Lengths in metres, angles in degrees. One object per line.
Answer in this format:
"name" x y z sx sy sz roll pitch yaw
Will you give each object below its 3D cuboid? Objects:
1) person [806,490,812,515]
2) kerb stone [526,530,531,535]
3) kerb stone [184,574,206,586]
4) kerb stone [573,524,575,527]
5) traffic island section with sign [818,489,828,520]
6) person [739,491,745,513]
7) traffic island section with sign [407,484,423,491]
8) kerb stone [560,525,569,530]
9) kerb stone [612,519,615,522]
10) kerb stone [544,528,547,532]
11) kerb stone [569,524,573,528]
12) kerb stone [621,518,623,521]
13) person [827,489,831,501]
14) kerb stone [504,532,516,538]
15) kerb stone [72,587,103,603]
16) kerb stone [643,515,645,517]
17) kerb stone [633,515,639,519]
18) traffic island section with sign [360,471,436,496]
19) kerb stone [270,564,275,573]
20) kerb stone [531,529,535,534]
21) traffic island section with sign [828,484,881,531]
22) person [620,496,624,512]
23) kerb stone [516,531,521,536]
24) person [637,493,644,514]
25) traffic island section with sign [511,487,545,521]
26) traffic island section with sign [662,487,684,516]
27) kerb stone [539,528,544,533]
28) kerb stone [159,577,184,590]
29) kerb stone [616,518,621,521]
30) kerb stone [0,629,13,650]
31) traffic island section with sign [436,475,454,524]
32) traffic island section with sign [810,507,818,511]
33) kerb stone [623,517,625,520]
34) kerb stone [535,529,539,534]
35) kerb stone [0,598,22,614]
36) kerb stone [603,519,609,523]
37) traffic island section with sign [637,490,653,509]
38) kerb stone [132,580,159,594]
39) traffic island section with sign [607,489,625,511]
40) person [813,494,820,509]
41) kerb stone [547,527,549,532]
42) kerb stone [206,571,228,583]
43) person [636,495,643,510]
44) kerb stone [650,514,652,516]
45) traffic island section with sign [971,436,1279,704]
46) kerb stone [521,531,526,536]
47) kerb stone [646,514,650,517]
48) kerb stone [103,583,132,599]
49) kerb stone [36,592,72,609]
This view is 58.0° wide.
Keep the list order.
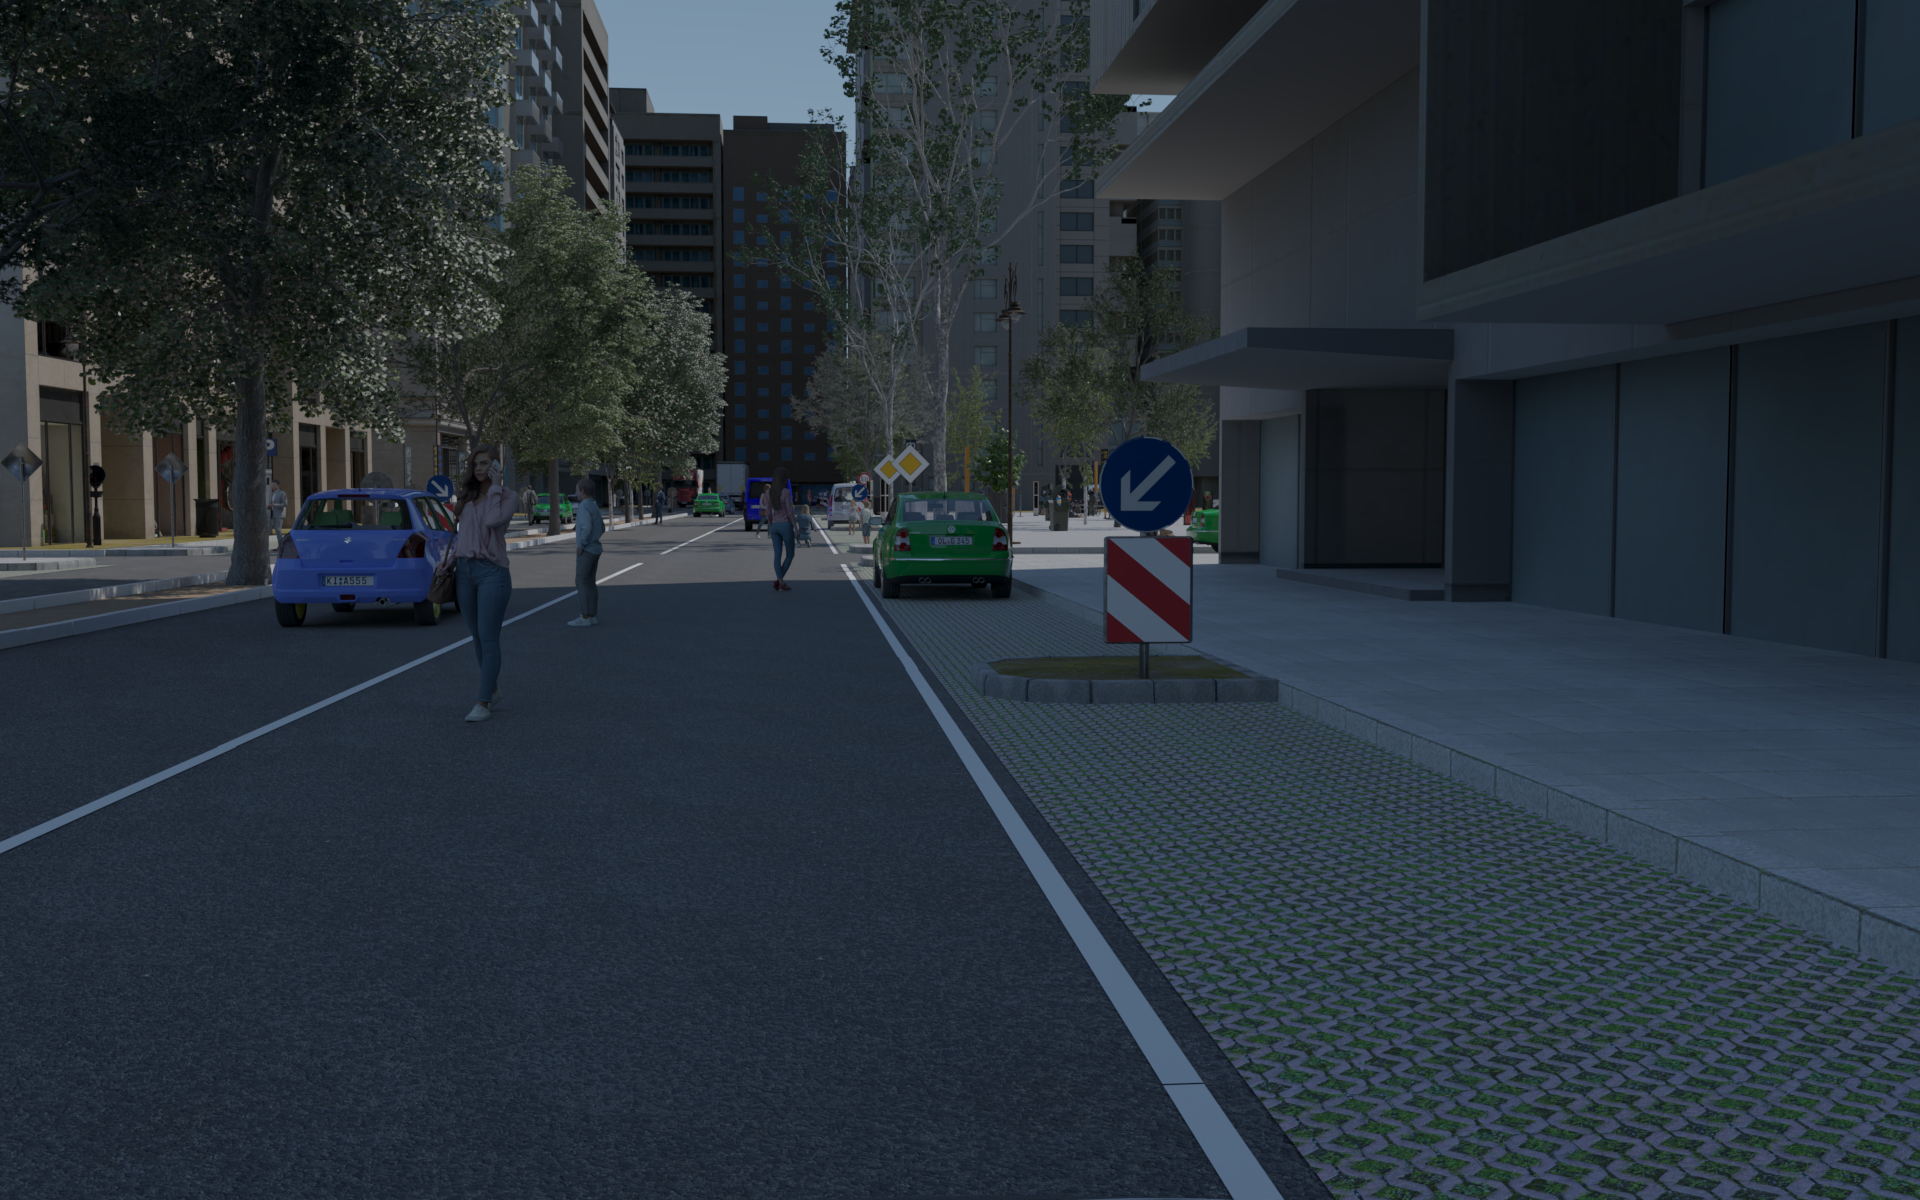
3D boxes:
"person" -10.472 -6.842 121.083 0.721 1.743 1.217 0 4 2
"kerb stone" -15.157 -2.326 60.219 0.120 0.150 1.000 0 4 -5
"kerb stone" -12.033 -0.293 27.029 0.120 0.150 1.000 0 4 -5
"kerb stone" -16.305 -3.074 72.454 0.120 0.150 1.000 0 4 -5
"traffic island section with sign" -6.567 -5.237 94.247 1.989 1.847 2.006 0 4 -5
"person" -16.706 -7.533 133.135 0.593 1.643 0.415 -1 4 -13
"traffic island section with sign" -20.781 -3.500 65.849 1.989 1.847 2.006 0 4 -5
"kerb stone" -16.114 -2.948 70.403 0.120 0.150 1.000 0 4 -5
"kerb stone" -17.747 -4.012 87.784 0.120 0.150 1.000 0 4 -5
"kerb stone" -15.544 -2.575 64.296 0.120 0.150 1.000 0 4 -5
"kerb stone" -16.212 -3.012 71.433 0.120 0.150 1.000 0 4 -5
"kerb stone" -18.135 -4.261 91.864 0.120 0.150 1.000 0 4 -5
"person" -10.556 -8.044 140.028 0.705 1.823 1.348 -1 4 -21
"kerb stone" -14.864 -2.131 57.155 0.120 0.150 1.000 0 4 -5
"kerb stone" -11.648 -0.045 22.938 0.120 0.150 1.000 0 4 -5
"kerb stone" -19.383 -5.072 105.124 0.120 0.150 1.000 0 4 -5
"kerb stone" -19.198 -4.947 103.080 0.120 0.150 1.000 0 4 -5
"traffic island section with sign" -11.653 -1.595 34.208 2.006 1.907 1.989 0 4 -5
"kerb stone" -12.416 -0.544 31.108 0.120 0.150 1.000 0 4 -5
"kerb stone" -15.253 -2.388 61.237 0.120 0.150 1.000 0 4 -5
"traffic island section with sign" -4.034 -3.595 67.411 1.989 1.847 2.006 0 4 -5
"person" -26.362 -7.596 135.887 0.628 1.438 0.799 0 4 1
"kerb stone" -14.970 -2.200 58.171 0.120 0.150 1.000 0 4 -5
"person" -23.418 -7.257 126.776 0.705 1.869 1.348 -2 4 -24
"traffic island section with sign" -23.325 -5.153 92.882 1.989 1.847 2.006 0 4 -5
"traffic island section with sign" -19.393 -6.621 116.391 2.006 1.907 1.989 0 4 -5
"kerb stone" -15.444 -2.508 63.279 0.120 0.150 1.000 0 4 -5
"kerb stone" -11.938 -0.233 26.005 0.120 0.150 1.000 0 4 -5
"kerb stone" -18.043 -4.199 90.841 0.120 0.150 1.000 0 4 -5
"kerb stone" -8.879 0.382 15.956 0.120 0.150 1.000 0 4 -5
"traffic island section with sign" -12.338 -2.046 41.584 2.006 1.907 1.989 0 4 -5
"traffic island section with sign" -13.865 -9.980 171.806 1.989 1.847 2.006 0 4 -5
"kerb stone" -18.239 -4.321 92.881 0.120 0.150 1.000 0 4 -5
"kerb stone" -15.348 -2.450 62.255 0.120 0.150 1.000 0 4 -5
"kerb stone" -11.459 0.080 20.894 0.120 0.150 1.000 0 4 -5
"kerb stone" -17.657 -3.948 86.749 0.120 0.150 1.000 0 4 -5
"traffic island section with sign" -30.544 -9.839 169.503 1.989 1.847 2.006 0 4 -5
"kerb stone" -11.841 -0.170 24.988 0.120 0.150 1.000 0 4 -5
"traffic island section with sign" -28.023 -8.198 142.665 1.989 1.847 2.006 0 4 -5
"person" -12.463 -8.496 150.640 0.697 1.427 0.421 2 4 35
"kerb stone" -15.644 -2.637 65.313 0.120 0.150 1.000 0 4 -5
"kerb stone" -12.125 -0.358 28.047 0.120 0.150 1.000 0 4 -5
"person" -28.613 -8.924 154.280 0.709 1.838 0.599 1 4 16
"kerb stone" -19.864 -5.383 110.221 0.120 0.150 1.000 0 4 -5
"traffic island section with sign" 1.111 -0.249 12.704 1.989 1.847 2.006 0 4 -5
"kerb stone" -15.056 -2.260 59.190 0.120 0.150 1.000 0 4 -5
"kerb stone" -19.780 -5.322 109.202 0.120 0.150 1.000 0 4 -5
"kerb stone" -11.743 -0.106 23.963 0.120 0.150 1.000 0 4 -5
"kerb stone" -11.548 0.017 21.920 0.120 0.150 1.000 0 4 -5
